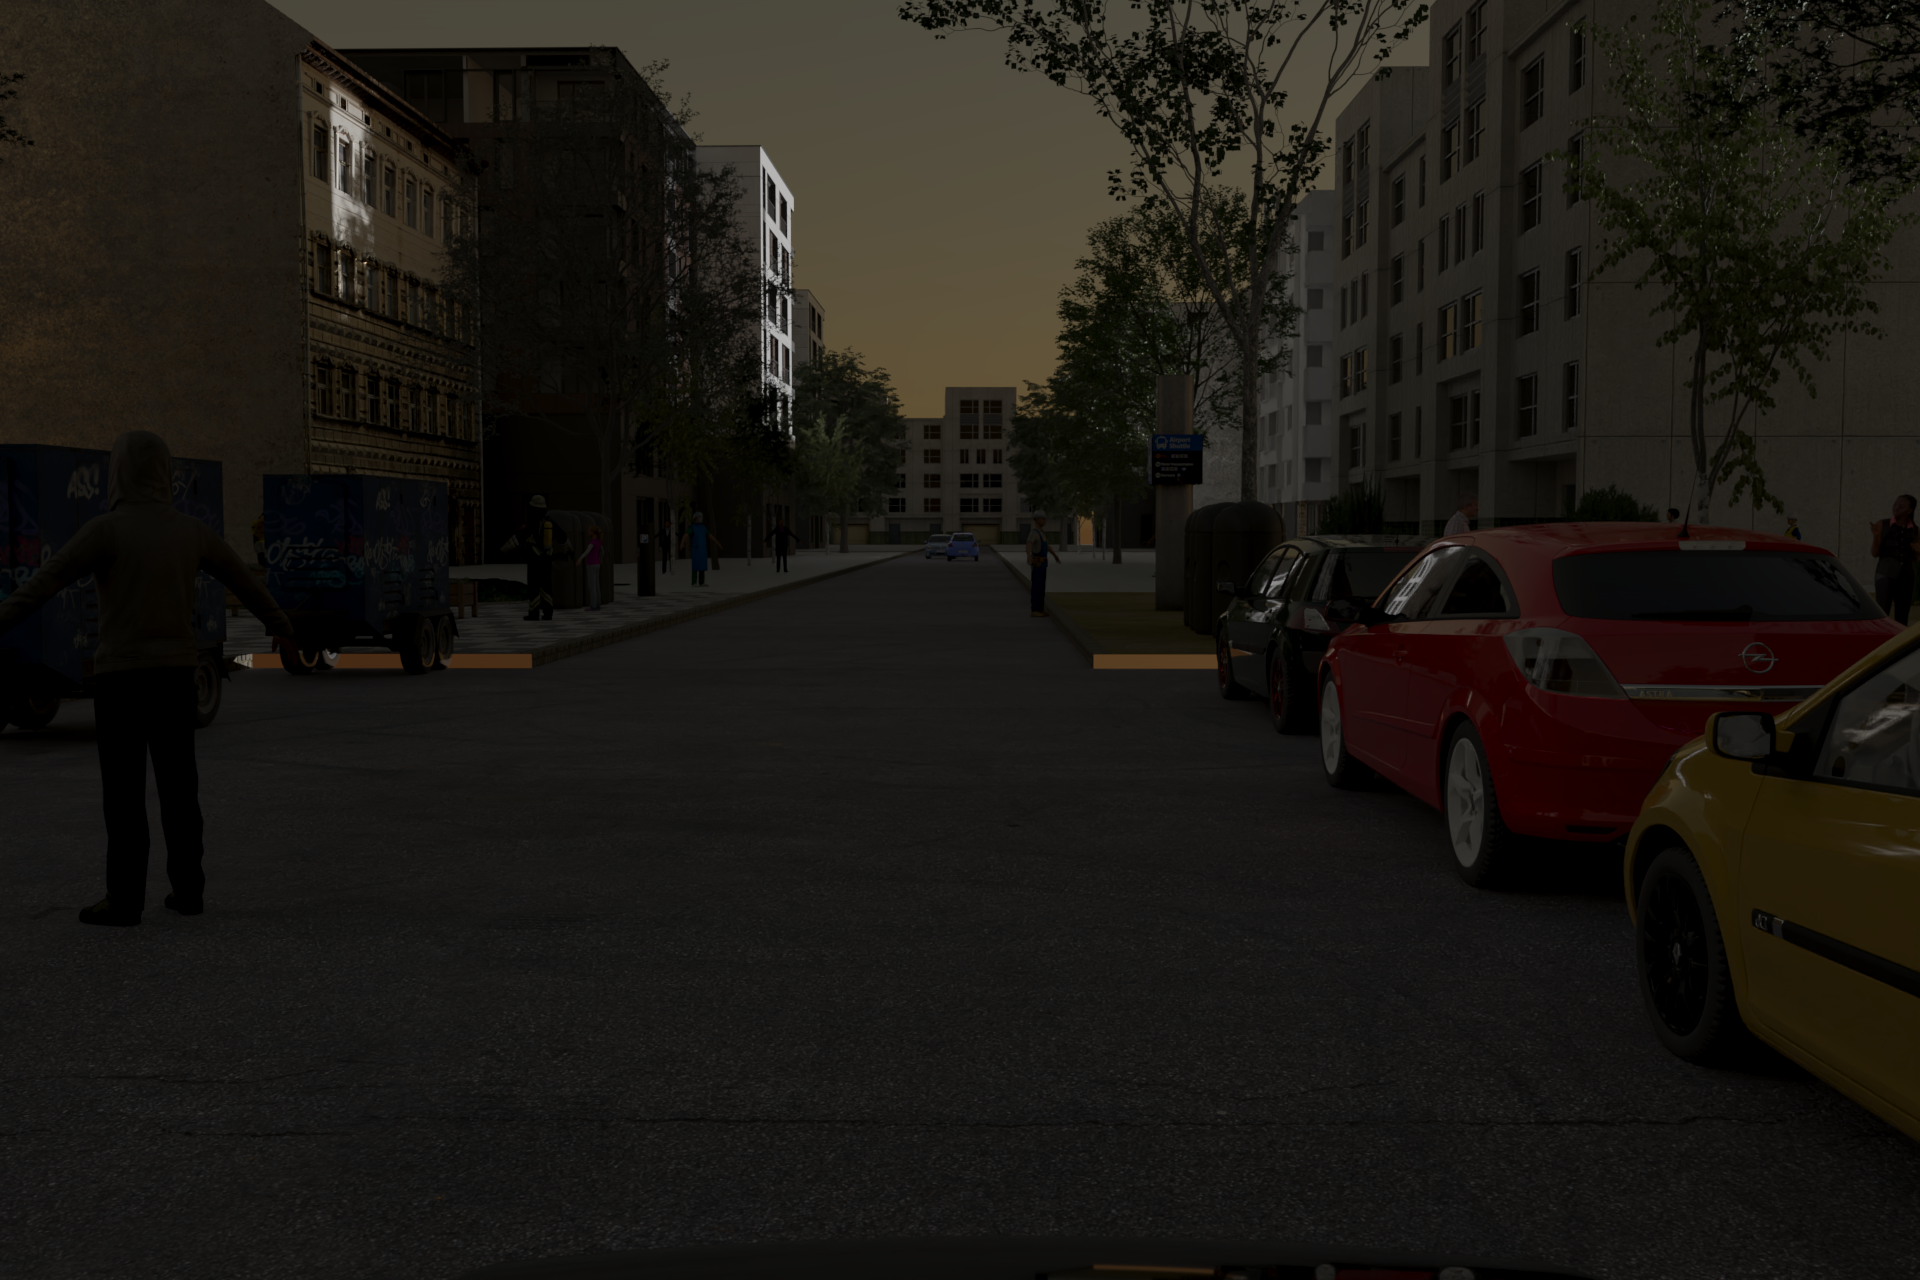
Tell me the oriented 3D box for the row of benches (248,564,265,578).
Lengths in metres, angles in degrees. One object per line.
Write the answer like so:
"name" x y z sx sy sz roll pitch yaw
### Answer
"row of benches" -15.612 -1.273 36.270 4.104 0.672 1.422 1 4 18

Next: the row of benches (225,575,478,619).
"row of benches" -9.536 -0.685 26.660 4.104 0.672 1.422 0 4 5

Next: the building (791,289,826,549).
"building" -26.593 -18.285 142.931 27.936 21.610 32.646 0 4 1

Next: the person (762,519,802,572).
"person" -5.974 -3.172 58.091 1.346 1.802 0.704 -1 4 -14

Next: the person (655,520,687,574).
"person" -9.398 -2.995 55.685 1.216 1.740 0.721 0 4 -5

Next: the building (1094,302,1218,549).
"building" 26.827 -19.882 169.038 27.936 21.610 32.646 0 4 0

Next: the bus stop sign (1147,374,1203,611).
"bus stop sign" 3.581 -2.440 28.917 0.837 3.901 0.837 0 4 1

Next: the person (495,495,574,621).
"person" -6.274 -1.222 25.767 0.705 1.856 1.354 3 5 42

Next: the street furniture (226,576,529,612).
"street furniture" -13.015 -0.954 31.225 10.072 0.657 5.734 0 4 -2

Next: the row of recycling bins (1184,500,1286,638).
"row of recycling bins" 3.510 -0.950 22.650 1.069 1.692 3.534 0 3 0

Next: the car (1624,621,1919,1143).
"car" 2.770 0.409 3.534 2.015 1.641 3.980 0 4 1

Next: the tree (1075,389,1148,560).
"tree" 6.842 -8.210 84.597 4.360 8.622 3.978 0 3 0

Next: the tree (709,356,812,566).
"tree" -8.370 -7.314 69.945 4.737 8.622 4.395 0 3 0

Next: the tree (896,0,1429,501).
"tree" 5.397 -11.255 39.914 12.611 20.169 13.585 0 3 0

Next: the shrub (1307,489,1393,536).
"shrub" 6.300 -1.467 28.407 1.690 2.028 1.600 0 3 0

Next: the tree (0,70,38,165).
"tree" -12.376 -4.882 14.240 8.767 10.594 7.601 -3 4 -37

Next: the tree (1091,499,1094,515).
"tree" 18.156 -15.852 209.538 4.360 8.622 3.978 0 3 0

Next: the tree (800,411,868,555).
"tree" -7.713 -9.393 103.936 4.737 8.622 4.395 0 3 0

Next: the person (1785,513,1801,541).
"person" 19.554 -2.108 40.934 0.721 1.772 1.216 0 4 4

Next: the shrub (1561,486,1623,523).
"shrub" 10.385 -1.488 28.378 1.661 2.075 1.752 0 3 0

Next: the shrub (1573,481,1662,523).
"shrub" 9.696 -1.342 25.986 1.661 2.075 1.752 0 3 0

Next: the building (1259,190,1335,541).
"building" 22.022 -14.684 96.498 16.016 20.090 11.380 0 4 1

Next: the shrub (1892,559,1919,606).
"shrub" 17.059 -1.221 31.073 1.383 1.207 1.383 0 3 0

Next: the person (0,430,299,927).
"person" -3.044 0.131 6.448 0.705 1.813 1.348 3 4 38

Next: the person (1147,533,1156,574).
"person" 6.428 -3.008 55.328 0.704 1.843 1.345 -2 4 -28

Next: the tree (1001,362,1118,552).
"tree" 7.434 -13.328 124.575 9.857 13.997 8.962 0 3 0

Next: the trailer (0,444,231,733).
"trailer" -6.294 -0.286 11.727 1.471 1.999 3.904 0 4 1

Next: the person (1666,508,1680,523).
"person" 14.478 -1.779 35.279 0.705 1.806 1.347 1 4 16

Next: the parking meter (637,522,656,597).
"parking meter" -6.465 -1.667 35.672 0.372 1.533 0.369 0 3 0

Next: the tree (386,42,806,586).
"tree" -8.743 -8.108 42.930 12.009 13.543 11.850 0 3 0

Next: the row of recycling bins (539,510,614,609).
"row of recycling bins" -6.890 -1.470 31.143 1.069 1.692 3.534 0 3 0

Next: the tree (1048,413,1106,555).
"tree" 7.240 -9.422 104.405 4.737 8.622 4.395 0 3 0

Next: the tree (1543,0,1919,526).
"tree" 9.315 -4.316 20.929 4.737 8.622 4.395 0 3 0

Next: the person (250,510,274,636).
"person" -8.610 -0.985 21.870 0.705 1.858 1.354 0 4 1

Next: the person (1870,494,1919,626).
"person" 8.520 -0.506 15.779 0.593 1.643 0.415 -3 4 -38

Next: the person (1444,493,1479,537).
"person" 5.228 -0.670 17.935 0.436 1.711 0.756 2 4 28

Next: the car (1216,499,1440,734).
"car" 3.120 -0.245 13.799 2.009 1.686 4.222 0 4 0

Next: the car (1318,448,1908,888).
"car" 2.957 0.034 8.484 2.155 1.783 4.494 0 4 1

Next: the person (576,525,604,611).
"person" -6.150 -1.196 28.816 0.599 1.433 0.991 1 4 10

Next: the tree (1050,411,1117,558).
"tree" 7.426 -8.780 93.921 4.360 8.622 3.978 0 3 0

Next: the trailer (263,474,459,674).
"trailer" -6.157 -0.626 17.280 1.471 1.999 3.904 0 4 0

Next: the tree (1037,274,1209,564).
"tree" 7.044 -9.534 74.010 7.486 12.596 7.792 0 3 0

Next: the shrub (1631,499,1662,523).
"shrub" 12.368 -1.689 32.033 1.690 2.028 1.600 0 3 0

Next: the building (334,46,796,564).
"building" -24.420 -15.022 89.584 27.936 21.610 32.646 0 4 2

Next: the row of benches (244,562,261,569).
"row of benches" -14.119 -1.393 38.232 4.104 0.672 1.422 0 4 8

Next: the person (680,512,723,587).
"person" -6.334 -2.201 42.106 0.704 1.817 1.347 3 5 39

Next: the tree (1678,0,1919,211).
"tree" 8.740 -4.728 11.716 7.601 10.594 8.767 -3 5 -43

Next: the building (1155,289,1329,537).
"building" 26.379 -19.051 142.409 19.493 23.208 18.063 0 4 1

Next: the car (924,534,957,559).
"car" -1.078 -5.400 100.289 2.014 1.417 4.499 0 4 1

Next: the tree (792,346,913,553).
"tree" -7.834 -12.789 115.752 9.857 13.997 8.962 0 3 0

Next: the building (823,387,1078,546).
"building" -1.836 -21.148 214.687 31.486 18.905 16.747 0 4 -1

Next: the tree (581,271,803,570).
"tree" -9.013 -7.784 61.673 7.601 10.594 8.767 2 4 26

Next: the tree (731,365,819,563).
"tree" -8.193 -7.664 75.662 4.360 8.622 3.978 0 3 0

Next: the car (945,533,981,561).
"car" 0.157 -5.073 92.528 1.945 1.707 3.694 0 4 0

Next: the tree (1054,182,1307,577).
"tree" 6.457 -7.674 51.225 9.928 11.665 9.643 0 3 0

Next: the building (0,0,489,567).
"building" -29.113 -14.131 61.975 19.493 23.208 18.063 0 4 1

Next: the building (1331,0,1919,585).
"building" 24.116 -11.743 58.454 16.747 18.905 31.486 0 4 1

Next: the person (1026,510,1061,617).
"person" 1.395 -1.327 30.002 0.705 1.847 1.347 2 4 25

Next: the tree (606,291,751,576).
"tree" -8.643 -6.304 53.429 4.737 8.622 4.395 0 3 0
